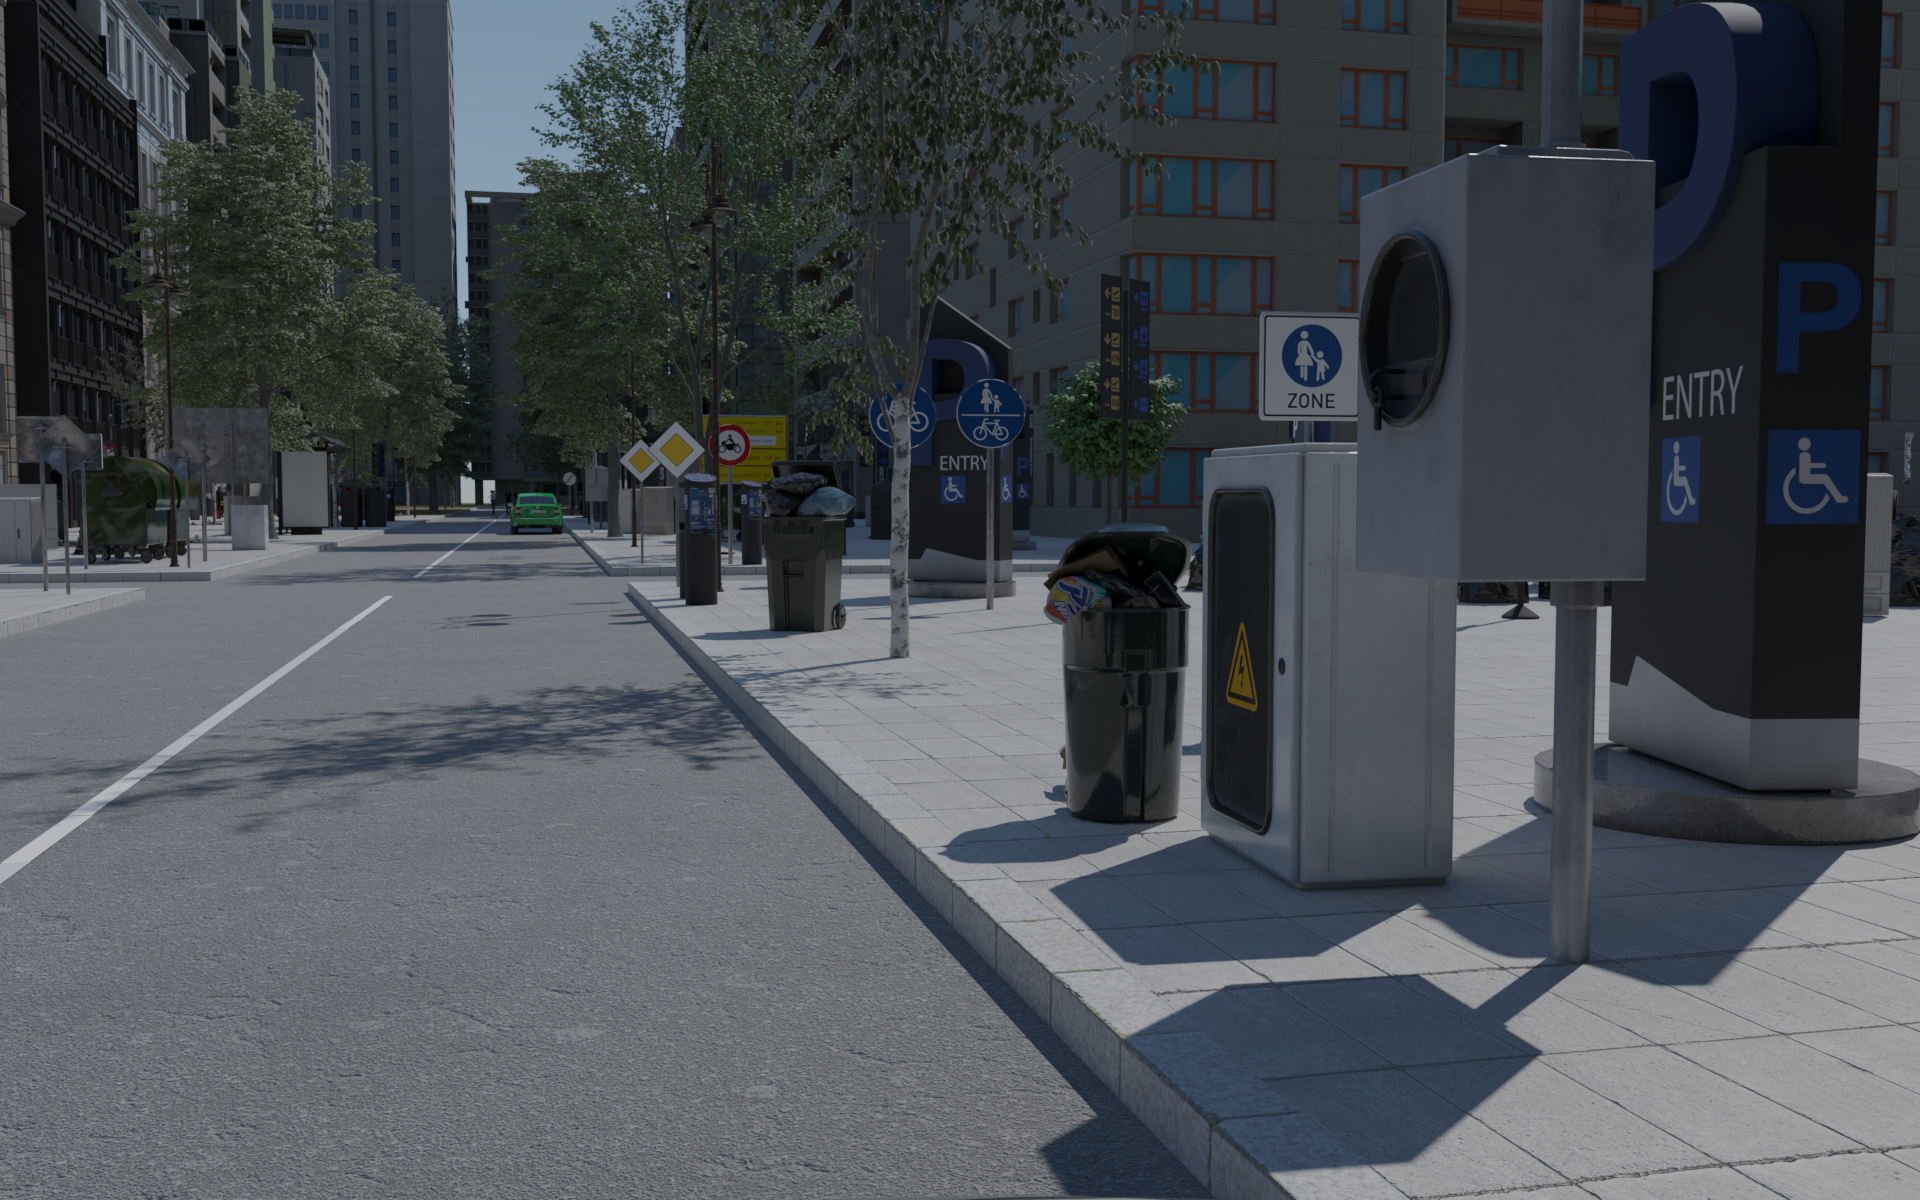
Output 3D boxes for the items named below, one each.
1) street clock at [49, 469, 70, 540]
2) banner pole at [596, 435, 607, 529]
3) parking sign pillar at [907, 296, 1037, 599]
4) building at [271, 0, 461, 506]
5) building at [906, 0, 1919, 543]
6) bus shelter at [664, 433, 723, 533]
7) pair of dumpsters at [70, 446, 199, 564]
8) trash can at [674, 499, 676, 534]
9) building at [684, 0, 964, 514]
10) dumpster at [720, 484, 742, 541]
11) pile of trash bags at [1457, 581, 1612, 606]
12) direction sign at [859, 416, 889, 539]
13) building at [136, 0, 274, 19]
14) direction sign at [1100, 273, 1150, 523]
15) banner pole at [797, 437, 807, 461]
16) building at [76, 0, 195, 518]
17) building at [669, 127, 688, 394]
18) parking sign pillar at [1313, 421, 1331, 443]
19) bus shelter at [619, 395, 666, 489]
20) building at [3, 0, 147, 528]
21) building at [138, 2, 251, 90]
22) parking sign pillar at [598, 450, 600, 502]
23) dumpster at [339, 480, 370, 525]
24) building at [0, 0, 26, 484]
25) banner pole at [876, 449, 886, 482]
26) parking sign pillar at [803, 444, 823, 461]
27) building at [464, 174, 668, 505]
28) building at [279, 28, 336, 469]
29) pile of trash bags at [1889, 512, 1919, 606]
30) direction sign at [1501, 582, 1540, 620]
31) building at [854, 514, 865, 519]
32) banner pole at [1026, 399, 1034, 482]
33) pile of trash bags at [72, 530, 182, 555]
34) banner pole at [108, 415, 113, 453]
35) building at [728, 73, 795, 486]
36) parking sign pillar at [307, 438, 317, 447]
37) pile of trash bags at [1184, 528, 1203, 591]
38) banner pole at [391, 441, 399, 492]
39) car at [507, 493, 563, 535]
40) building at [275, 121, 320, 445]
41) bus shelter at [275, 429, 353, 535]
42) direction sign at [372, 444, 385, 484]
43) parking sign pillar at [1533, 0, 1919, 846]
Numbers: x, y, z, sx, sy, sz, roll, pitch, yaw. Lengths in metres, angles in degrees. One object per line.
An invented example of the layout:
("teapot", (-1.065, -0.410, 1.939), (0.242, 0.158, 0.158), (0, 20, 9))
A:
("street clock", (-24.979, -2.662, 48.095), (0.471, 2.002, 0.358), (-1, 4, -19))
("banner pole", (-13.152, -4.455, 62.856), (0.401, 3.779, 0.863), (1, 4, 13))
("parking sign pillar", (-0.006, -2.040, 21.829), (1.447, 3.967, 1.447), (2, 4, 26))
("building", (-72.698, -40.223, 199.637), (28.212, 58.520, 21.231), (-1, 4, -14))
("building", (15.127, -13.206, 60.952), (28.899, 21.520, 27.650), (-1, 4, -14))
("bus shelter", (-9.209, -4.018, 59.611), (2.014, 3.302, 5.546), (-1, 4, -14))
("pair of dumpsters", (-16.030, -1.911, 33.733), (1.574, 2.255, 4.437), (-1, 4, -14))
("trash can", (-9.355, -2.685, 55.549), (0.748, 1.137, 0.748), (0, 3, 0))
("building", (-10.662, -31.656, 141.273), (21.300, 48.544, 21.600), (-1, 4, -14))
("dumpster", (-6.293, -2.703, 46.682), (1.502, 2.255, 1.985), (-1, 4, -14))
("pile of trash bags", (7.547, -0.666, 20.650), (3.447, 1.369, 1.912), (1, 4, 20))
("direction sign", (-2.481, -3.549, 50.018), (0.876, 3.537, 0.379), (1, 4, 17))
("building", (-54.988, -26.588, 118.307), (14.154, 41.232, 14.086), (-1, 4, -14))
("direction sign", (1.734, -1.603, 18.204), (0.379, 3.537, 0.876), (3, 5, 39))
("banner pole", (-6.927, -5.271, 76.204), (0.401, 3.779, 0.863), (-3, 5, -44))
("building", (-46.060, -18.258, 84.424), (13.634, 28.700, 20.117), (-1, 4, -14))
("building", (-27.282, -34.121, 207.983), (14.200, 45.320, 14.600), (-1, 4, -14))
("parking sign pillar", (8.867, -3.342, 43.122), (1.447, 3.967, 1.447), (0, 4, 2))
("bus shelter", (-12.376, -5.509, 67.704), (2.179, 5.291, 8.768), (-1, 4, -14))
("building", (-40.290, -14.544, 67.464), (12.332, 23.373, 15.834), (-1, 4, -14))
("building", (-51.214, -20.383, 104.966), (14.160, 30.474, 14.107), (-1, 4, -14))
("parking sign pillar", (-21.742, -7.095, 104.475), (1.447, 3.967, 1.447), (-1, 4, -21))
("dumpster", (-24.419, -3.933, 70.070), (1.264, 1.857, 1.865), (-1, 4, -14))
("building", (-35.752, -15.298, 47.388), (12.463, 27.353, 25.104), (-1, 4, -14))
("banner pole", (-4.020, -5.835, 85.421), (0.863, 3.779, 0.401), (1, 4, 12))
("parking sign pillar", (-8.011, -6.481, 94.431), (1.447, 3.967, 1.447), (3, 5, 44))
("building", (-47.857, -31.801, 211.820), (23.993, 40.220, 32.217), (-1, 4, -14))
("building", (-63.442, -28.773, 154.040), (14.086, 41.232, 14.154), (-1, 4, -14))
("pile of trash bags", (12.138, -0.620, 19.895), (3.447, 1.369, 1.912), (2, 4, 28))
("direction sign", (5.784, -1.576, 17.769), (0.379, 3.537, 0.876), (2, 4, 26))
("building", (2.574, -29.088, 99.283), (21.300, 48.544, 21.600), (-1, 4, -14))
("banner pole", (1.824, -3.381, 45.291), (0.401, 3.779, 0.863), (-1, 4, -10))
("pile of trash bags", (-18.038, -1.741, 38.219), (1.912, 1.369, 3.447), (0, 4, -4))
("banner pole", (-26.650, -3.941, 54.450), (0.401, 3.779, 0.863), (-2, 4, -30))
("building", (-9.681, -21.530, 123.713), (14.160, 30.474, 14.107), (-1, 4, -14))
("parking sign pillar", (-26.411, -5.041, 70.889), (1.447, 3.967, 1.447), (0, 4, -4))
("pile of trash bags", (4.352, -0.887, 24.256), (1.912, 1.369, 3.447), (1, 4, 21))
("banner pole", (-26.720, -5.620, 81.905), (0.401, 3.779, 0.863), (0, 4, 5))
("car", (-15.410, -3.308, 62.883), (1.959, 1.807, 4.718), (-1, 4, -16))
("building", (-57.593, -22.088, 132.844), (14.160, 30.474, 14.107), (-1, 4, -14))
("bus shelter", (-21.273, -3.854, 56.938), (2.014, 3.302, 5.546), (-1, 4, -14))
("direction sign", (-26.454, -5.309, 78.805), (0.379, 3.537, 0.876), (1, 4, 17))
("parking sign pillar", (3.085, -1.127, 6.906), (1.447, 3.967, 1.447), (0, 4, -2))
